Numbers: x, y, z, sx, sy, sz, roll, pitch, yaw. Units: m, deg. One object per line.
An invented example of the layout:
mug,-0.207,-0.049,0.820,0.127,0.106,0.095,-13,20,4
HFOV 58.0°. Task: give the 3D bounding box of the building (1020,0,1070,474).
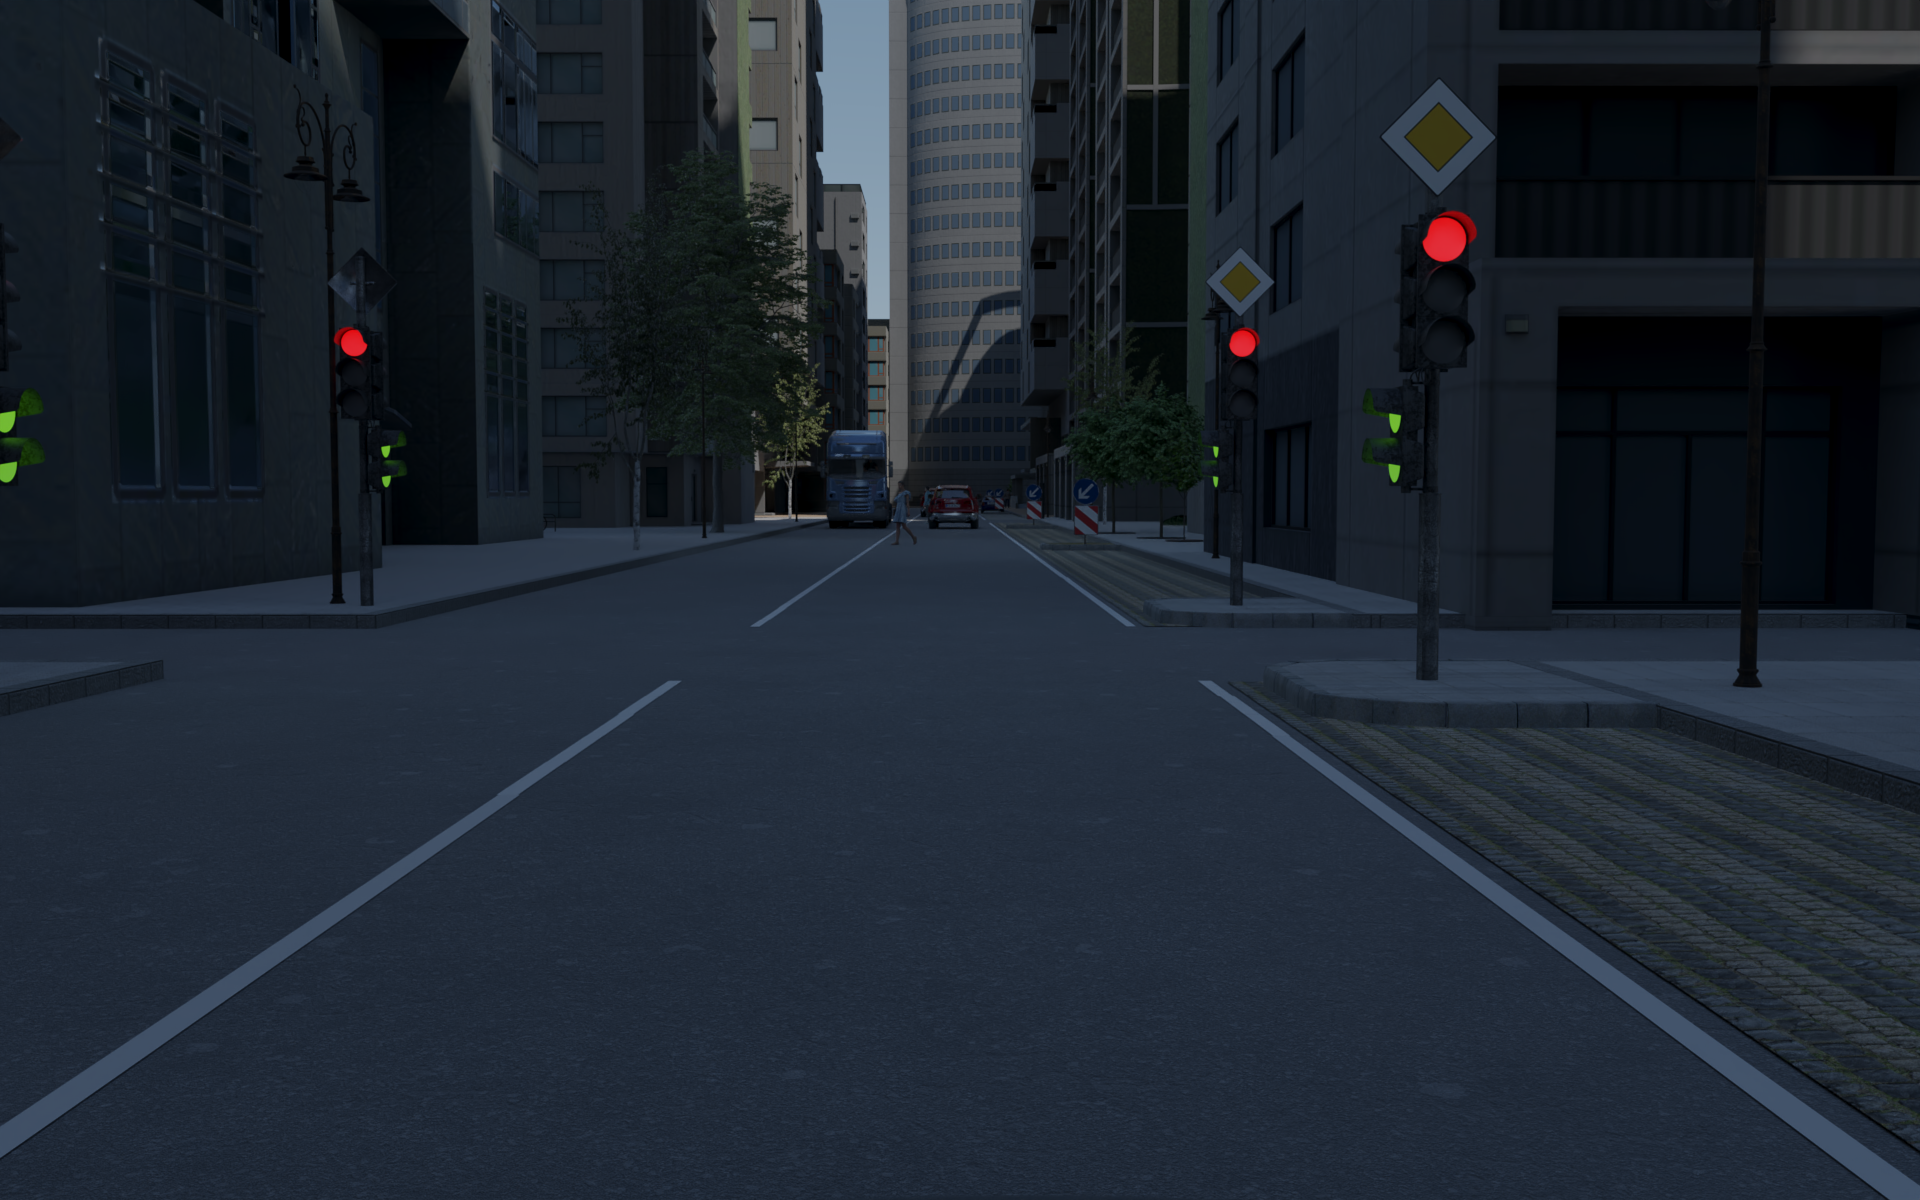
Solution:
building,18.542,-33.159,131.389,28.713,52.752,27.495,0,4,0

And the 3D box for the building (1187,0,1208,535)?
building,14.686,-22.963,59.045,14.154,41.232,14.086,0,4,0

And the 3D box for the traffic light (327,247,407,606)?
traffic light,-6.794,-1.887,19.780,0.839,4.253,0.868,0,4,0

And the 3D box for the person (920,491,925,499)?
person,-3.381,-9.483,164.259,0.721,1.735,1.217,3,5,39

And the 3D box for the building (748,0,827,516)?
building,-22.681,-31.716,107.789,28.713,52.752,27.495,0,4,0

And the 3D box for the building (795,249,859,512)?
building,-22.601,-17.850,136.887,27.650,21.520,28.899,0,4,0

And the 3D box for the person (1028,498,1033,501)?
person,4.533,-6.326,110.032,0.434,1.755,0.990,-1,4,-11

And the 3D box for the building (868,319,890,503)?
building,-22.126,-21.226,192.086,28.899,21.520,27.650,0,4,0

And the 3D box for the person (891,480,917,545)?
person,-1.613,-2.447,48.608,0.778,1.811,0.616,-2,4,-28

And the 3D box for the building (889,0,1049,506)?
building,6.467,-39.537,188.436,28.212,58.520,21.231,0,4,0

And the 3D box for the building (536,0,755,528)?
building,-16.288,-23.662,70.468,14.154,41.232,14.086,0,4,0

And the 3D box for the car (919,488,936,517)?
car,-1.442,-6.132,108.927,2.281,1.827,5.304,0,3,0

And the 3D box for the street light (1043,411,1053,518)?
street light,4.789,-7.436,94.363,0.468,5.910,1.993,0,4,0

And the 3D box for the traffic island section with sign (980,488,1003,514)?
traffic island section with sign,2.634,-6.936,122.026,1.989,1.847,2.006,0,4,0

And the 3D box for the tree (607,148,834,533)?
tree,-8.053,-8.543,57.800,7.486,12.596,7.792,0,3,0

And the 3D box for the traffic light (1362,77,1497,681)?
traffic light,3.213,-1.403,11.868,0.839,4.253,0.868,0,4,0

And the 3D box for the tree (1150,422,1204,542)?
tree,5.914,-3.182,46.633,1.663,3.219,1.824,0,3,0

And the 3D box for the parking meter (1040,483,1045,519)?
parking meter,4.294,-5.188,90.536,0.255,1.863,0.399,0,4,5

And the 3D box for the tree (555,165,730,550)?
tree,-7.372,-5.456,39.565,4.360,8.622,3.978,0,3,0

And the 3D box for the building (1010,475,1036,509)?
building,20.966,-28.519,158.166,32.217,40.220,23.993,0,4,0

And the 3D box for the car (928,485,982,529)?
car,-0.239,-3.911,72.612,2.281,1.827,5.304,0,4,1

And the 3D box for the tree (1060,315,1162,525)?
tree,6.295,-7.455,72.251,4.737,8.622,4.395,0,3,0

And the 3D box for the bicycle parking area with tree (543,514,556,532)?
bicycle parking area with tree,-17.379,-4.218,55.974,9.016,4.147,8.231,1,4,20

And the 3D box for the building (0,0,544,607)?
building,-21.217,-44.017,32.357,22.319,86.520,31.000,0,4,0

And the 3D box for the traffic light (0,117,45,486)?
traffic light,-6.748,-1.399,11.795,0.839,4.253,0.868,0,4,0

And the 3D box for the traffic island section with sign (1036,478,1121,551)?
traffic island section with sign,3.072,-2.198,44.565,1.989,1.847,2.006,0,4,0

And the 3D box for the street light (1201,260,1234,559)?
street light,5.097,-3.765,34.346,0.468,5.910,1.993,0,4,0

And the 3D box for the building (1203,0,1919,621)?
building,15.644,-35.961,26.209,20.611,71.187,20.563,0,4,0

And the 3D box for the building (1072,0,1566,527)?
building,15.456,-39.461,83.436,20.563,71.187,20.611,0,4,0

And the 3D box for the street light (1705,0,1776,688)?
street light,5.253,-2.360,11.375,0.468,5.910,1.993,0,4,0

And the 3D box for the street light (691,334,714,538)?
street light,-7.423,-4.730,50.122,0.468,5.910,1.993,0,4,0

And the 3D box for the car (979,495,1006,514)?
car,2.369,-6.987,126.815,1.945,1.354,3.894,0,4,1

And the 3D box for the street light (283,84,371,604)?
street light,-7.297,-2.896,20.131,0.468,5.910,1.993,0,4,0

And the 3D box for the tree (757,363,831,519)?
tree,-8.878,-8.582,90.683,4.737,8.622,4.395,0,3,0

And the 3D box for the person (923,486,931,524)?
person,-1.469,-4.533,82.628,0.620,1.820,0.660,1,4,22

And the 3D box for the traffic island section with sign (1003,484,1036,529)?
traffic island section with sign,2.920,-3.860,71.737,1.989,1.847,2.006,0,4,0

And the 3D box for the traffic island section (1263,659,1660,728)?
traffic island section,3.253,0.630,11.982,2.009,0.180,2.903,0,4,0

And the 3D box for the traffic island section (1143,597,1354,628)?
traffic island section,3.207,0.142,19.967,2.009,0.180,2.903,0,4,0

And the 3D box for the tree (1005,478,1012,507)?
tree,5.277,-10.899,172.796,1.663,3.219,1.824,0,3,0

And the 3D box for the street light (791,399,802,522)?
street light,-7.549,-6.549,79.857,0.468,5.910,1.993,0,4,0

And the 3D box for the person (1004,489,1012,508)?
person,4.395,-9.239,157.631,0.617,1.759,0.750,2,4,29

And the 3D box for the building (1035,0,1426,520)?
building,15.444,-40.854,106.214,20.563,71.187,20.611,0,4,0

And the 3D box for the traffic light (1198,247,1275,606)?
traffic light,3.167,-1.892,19.853,0.839,4.253,0.868,0,4,0

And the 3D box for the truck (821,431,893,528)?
truck,-4.440,-5.471,79.201,2.967,4.110,18.799,0,4,-1

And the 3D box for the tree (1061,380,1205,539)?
tree,5.781,-4.055,50.010,4.285,4.588,4.351,0,3,0

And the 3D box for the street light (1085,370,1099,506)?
street light,4.911,-5.615,64.595,0.468,5.910,1.993,0,4,0

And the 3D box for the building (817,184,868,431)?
building,-15.762,-23.963,163.497,14.107,30.474,14.160,0,4,0
